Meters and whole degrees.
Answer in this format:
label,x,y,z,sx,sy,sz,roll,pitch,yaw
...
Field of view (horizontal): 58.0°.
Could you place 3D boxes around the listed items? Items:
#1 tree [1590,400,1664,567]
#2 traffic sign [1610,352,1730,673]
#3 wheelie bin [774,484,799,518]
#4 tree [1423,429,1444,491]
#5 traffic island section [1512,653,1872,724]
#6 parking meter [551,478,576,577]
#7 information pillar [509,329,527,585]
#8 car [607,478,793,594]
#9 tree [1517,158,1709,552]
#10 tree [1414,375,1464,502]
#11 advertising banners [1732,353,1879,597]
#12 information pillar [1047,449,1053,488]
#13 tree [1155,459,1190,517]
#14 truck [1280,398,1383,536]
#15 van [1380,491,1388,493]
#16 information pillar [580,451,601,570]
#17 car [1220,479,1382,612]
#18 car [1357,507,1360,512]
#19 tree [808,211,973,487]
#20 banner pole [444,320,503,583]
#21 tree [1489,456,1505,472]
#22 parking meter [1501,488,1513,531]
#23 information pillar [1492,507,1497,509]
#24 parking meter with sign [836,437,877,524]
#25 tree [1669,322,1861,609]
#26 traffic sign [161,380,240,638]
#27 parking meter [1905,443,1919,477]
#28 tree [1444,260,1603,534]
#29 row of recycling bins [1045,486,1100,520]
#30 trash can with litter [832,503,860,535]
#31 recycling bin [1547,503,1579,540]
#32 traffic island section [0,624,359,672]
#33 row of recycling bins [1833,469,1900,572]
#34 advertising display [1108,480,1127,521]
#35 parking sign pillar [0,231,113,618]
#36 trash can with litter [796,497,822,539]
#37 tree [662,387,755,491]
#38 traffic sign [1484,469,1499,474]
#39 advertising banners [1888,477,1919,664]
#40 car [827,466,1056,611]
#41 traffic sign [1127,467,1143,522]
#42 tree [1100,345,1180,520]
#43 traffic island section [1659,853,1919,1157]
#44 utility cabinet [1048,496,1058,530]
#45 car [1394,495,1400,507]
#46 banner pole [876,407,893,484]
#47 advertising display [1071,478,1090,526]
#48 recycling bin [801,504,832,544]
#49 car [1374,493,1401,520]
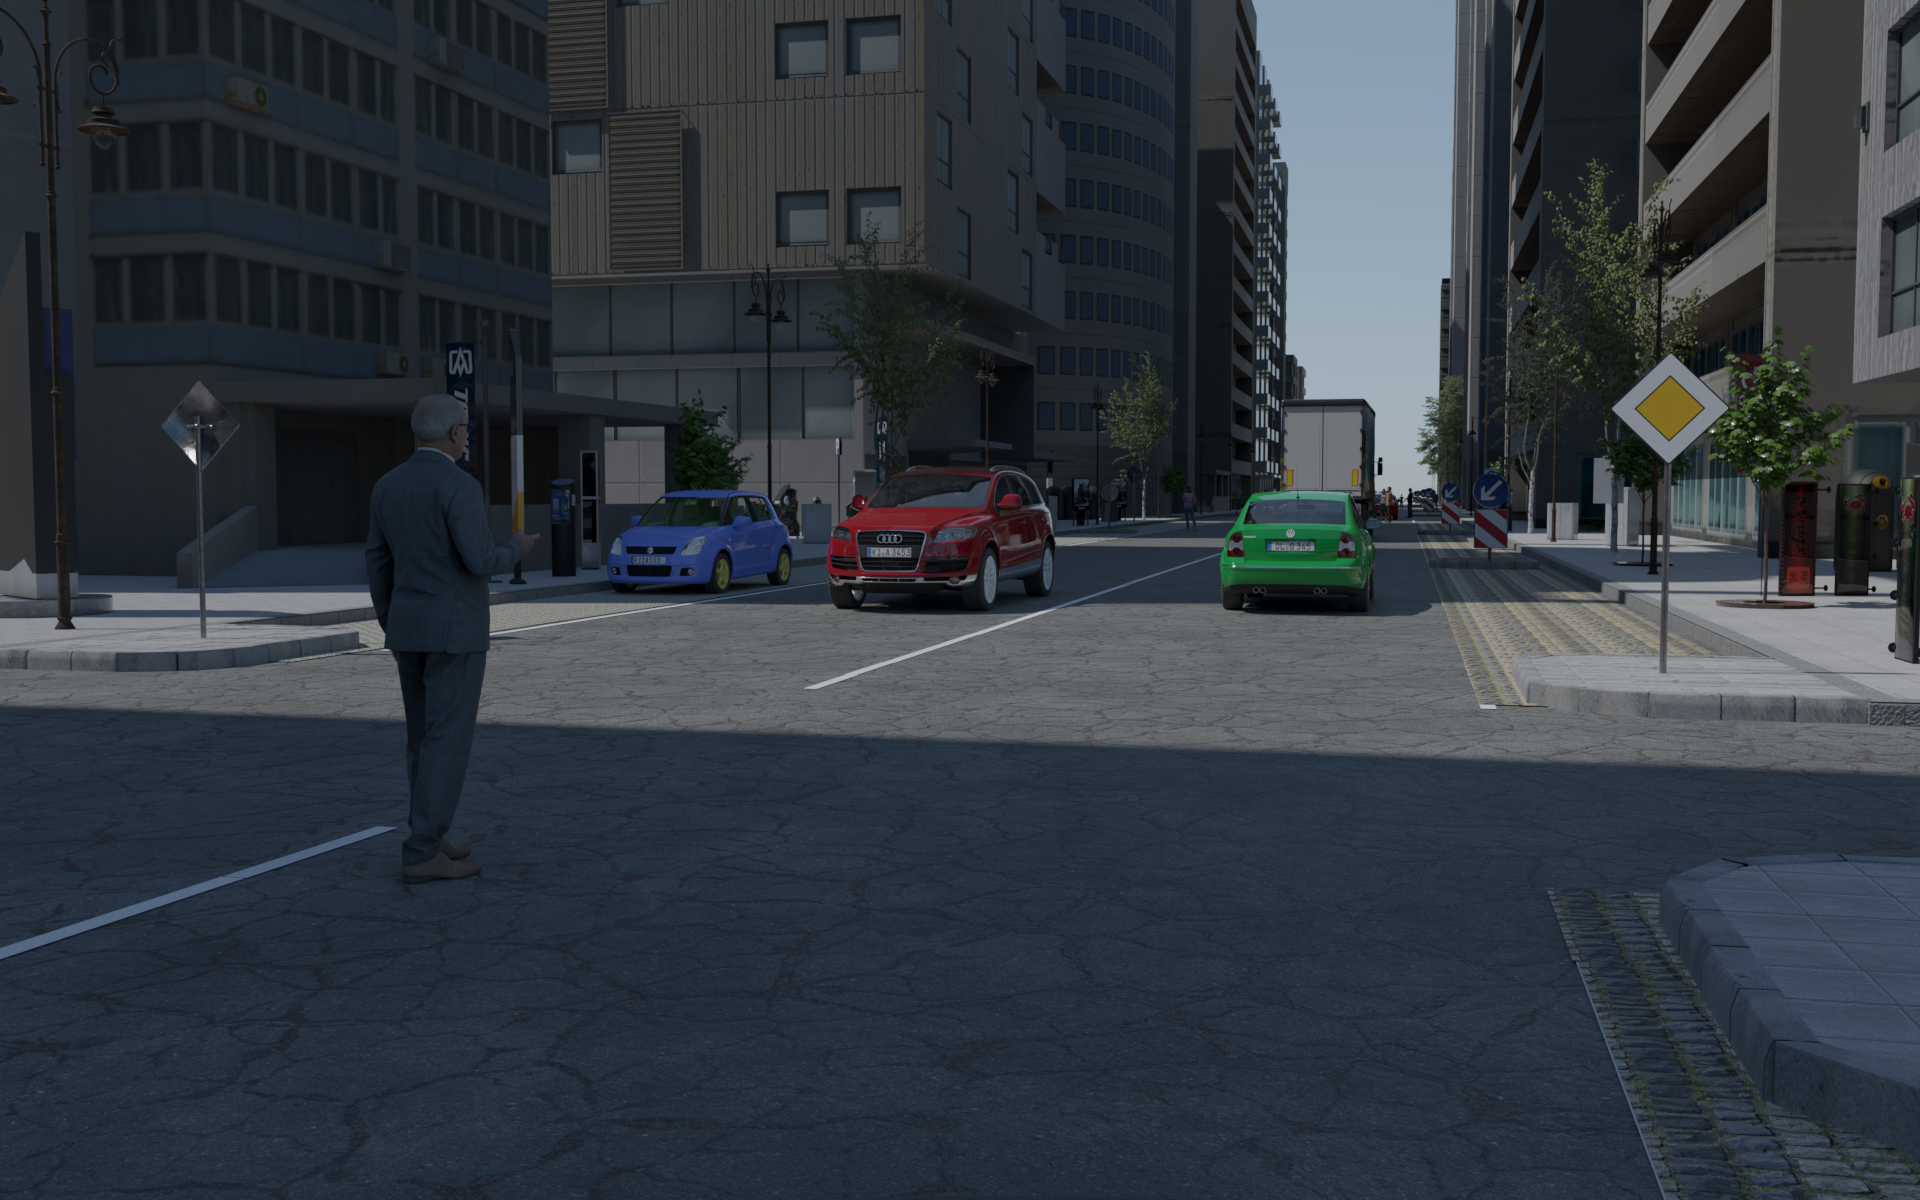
label,x,y,z,sx,sy,sz,roll,pitch,yaw
tree,12.362,-2.222,30.929,1.663,3.219,1.824,0,3,0
traffic sign,5.031,-0.532,12.340,0.795,2.450,0.064,1,4,14
wheelie bin,-5.524,-2.897,55.272,0.693,1.594,0.980,-1,4,-23
tree,48.289,-13.610,172.880,4.360,8.622,3.978,0,3,0
traffic island section,5.056,0.604,12.411,2.009,0.180,2.903,1,4,14
parking meter,-6.178,-1.136,26.987,0.372,1.533,0.369,0,3,0
information pillar,-6.278,-2.030,24.541,0.183,3.616,0.504,-2,4,-24
car,-3.874,-1.003,25.988,1.945,1.707,3.694,1,4,16
tree,14.361,-5.351,37.848,4.737,8.622,4.395,0,3,0
tree,47.438,-15.146,165.769,7.486,12.596,7.792,0,3,0
advertising banners,10.541,-1.559,21.675,2.074,3.025,0.090,-1,4,-8
information pillar,4.654,-6.019,89.759,0.183,3.616,0.504,2,4,34
tree,12.138,-6.315,97.846,1.663,3.219,1.824,0,3,0
truck,12.181,-4.133,56.485,2.839,4.237,11.283,1,4,15
van,52.303,-12.584,212.757,2.013,2.044,4.112,1,4,14
information pillar,-6.266,-1.523,29.386,0.304,2.012,0.304,0,4,-4
car,4.476,-0.843,22.577,1.959,1.807,4.718,1,4,15
car,9.024,-2.125,43.547,1.959,1.807,4.718,1,4,15
tree,-1.838,-5.853,46.066,4.737,8.622,4.395,0,3,0
banner pole,-7.050,-2.141,25.029,0.863,3.779,0.401,1,4,15
tree,27.491,-5.734,88.359,1.663,3.219,1.824,0,3,0
parking meter,18.955,-3.157,60.027,0.372,1.533,0.369,0,3,0
information pillar,25.214,-4.733,81.879,0.304,2.012,0.304,0,4,6
parking meter with sign,-2.933,-3.503,53.541,1.738,3.016,0.543,-1,4,-16
tree,9.293,-1.528,19.591,1.663,3.219,1.824,0,3,0
traffic sign,-6.731,-0.716,15.355,0.795,2.450,0.064,1,4,14
parking meter,10.905,-0.847,19.559,0.255,1.863,0.399,-3,4,-38
tree,18.500,-6.441,55.679,4.360,8.622,3.978,0,3,0
row of recycling bins,5.655,-4.835,86.170,3.534,1.692,1.069,-3,5,-43
trash can with litter,-3.344,-2.473,51.820,1.055,1.170,0.624,2,4,27
recycling bin,16.901,-2.202,48.563,0.722,1.027,0.722,2,4,29
traffic island section,-6.756,0.419,15.423,2.009,0.180,2.903,1,4,14
row of recycling bins,16.386,-1.312,28.566,3.534,1.692,1.069,1,4,17
advertising display,7.492,-4.720,82.384,0.974,1.923,0.123,-2,4,-24
parking sign pillar,-9.882,-1.833,18.447,1.447,3.967,1.447,3,5,45
trash can with litter,-4.224,-2.354,49.552,1.678,1.210,2.233,0,4,1
tree,-4.765,-2.249,31.375,1.663,3.219,1.824,0,3,0
traffic sign,21.423,-4.142,69.849,0.606,2.300,0.079,2,4,23
advertising banners,7.108,-0.996,12.478,0.090,3.025,2.074,1,4,12
car,-0.131,-0.881,23.073,2.281,1.827,5.304,1,4,16
traffic sign,8.058,-4.891,80.077,0.768,2.556,0.104,2,4,24
tree,9.112,-8.317,86.339,4.737,8.622,4.395,0,3,0
traffic island section,3.079,1.077,4.674,2.009,0.180,2.903,1,4,14
utility cabinet,3.310,-3.082,61.558,0.306,1.237,1.020,0,4,5
car,33.335,-7.536,135.214,2.014,1.417,4.499,1,4,15
banner pole,-2.123,-3.655,49.775,0.863,3.779,0.401,3,5,43
advertising display,4.854,-3.939,69.615,0.974,1.923,0.123,-3,5,-43
recycling bin,-3.727,-1.984,44.992,0.722,1.027,0.722,-1,4,-10
car,23.994,-5.476,98.579,2.155,1.783,4.494,1,4,13
